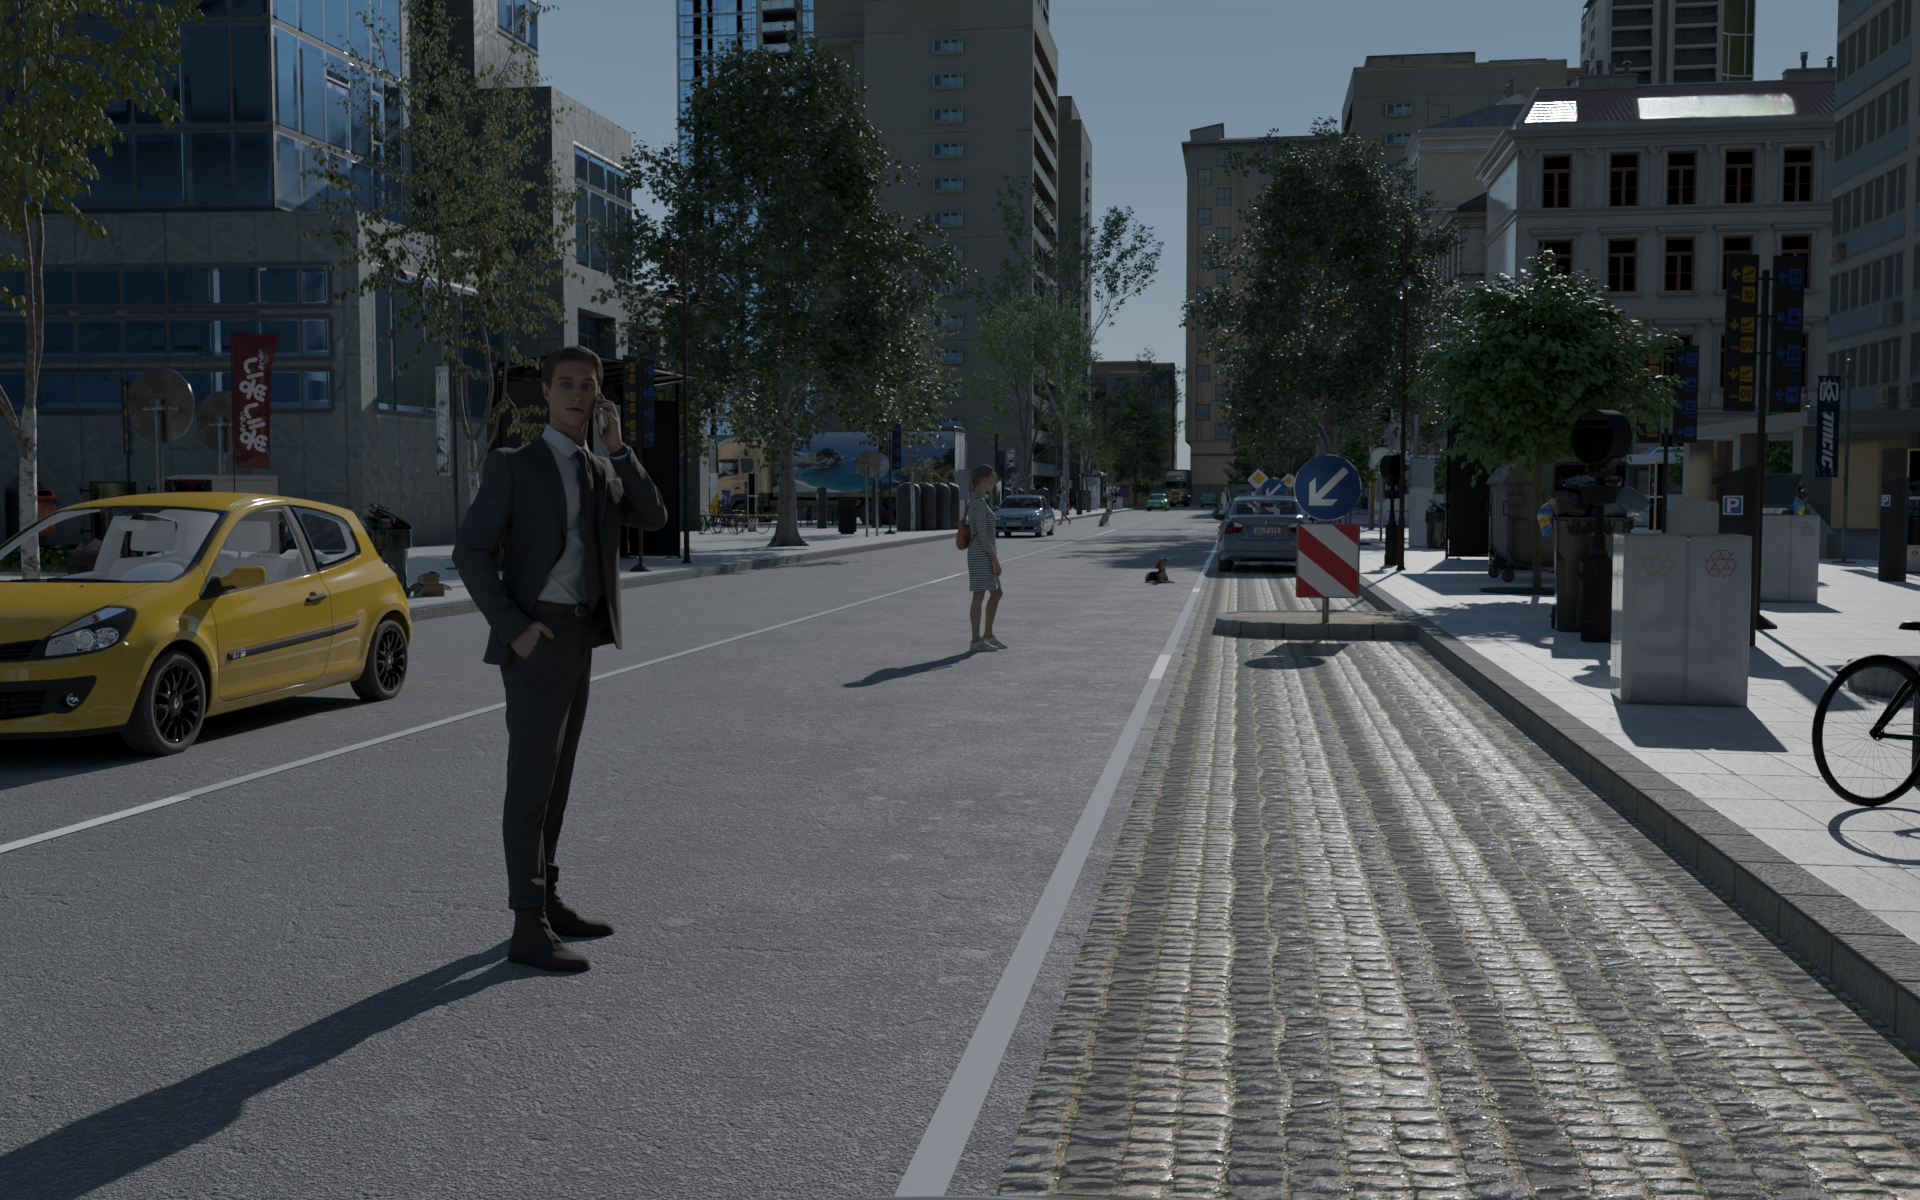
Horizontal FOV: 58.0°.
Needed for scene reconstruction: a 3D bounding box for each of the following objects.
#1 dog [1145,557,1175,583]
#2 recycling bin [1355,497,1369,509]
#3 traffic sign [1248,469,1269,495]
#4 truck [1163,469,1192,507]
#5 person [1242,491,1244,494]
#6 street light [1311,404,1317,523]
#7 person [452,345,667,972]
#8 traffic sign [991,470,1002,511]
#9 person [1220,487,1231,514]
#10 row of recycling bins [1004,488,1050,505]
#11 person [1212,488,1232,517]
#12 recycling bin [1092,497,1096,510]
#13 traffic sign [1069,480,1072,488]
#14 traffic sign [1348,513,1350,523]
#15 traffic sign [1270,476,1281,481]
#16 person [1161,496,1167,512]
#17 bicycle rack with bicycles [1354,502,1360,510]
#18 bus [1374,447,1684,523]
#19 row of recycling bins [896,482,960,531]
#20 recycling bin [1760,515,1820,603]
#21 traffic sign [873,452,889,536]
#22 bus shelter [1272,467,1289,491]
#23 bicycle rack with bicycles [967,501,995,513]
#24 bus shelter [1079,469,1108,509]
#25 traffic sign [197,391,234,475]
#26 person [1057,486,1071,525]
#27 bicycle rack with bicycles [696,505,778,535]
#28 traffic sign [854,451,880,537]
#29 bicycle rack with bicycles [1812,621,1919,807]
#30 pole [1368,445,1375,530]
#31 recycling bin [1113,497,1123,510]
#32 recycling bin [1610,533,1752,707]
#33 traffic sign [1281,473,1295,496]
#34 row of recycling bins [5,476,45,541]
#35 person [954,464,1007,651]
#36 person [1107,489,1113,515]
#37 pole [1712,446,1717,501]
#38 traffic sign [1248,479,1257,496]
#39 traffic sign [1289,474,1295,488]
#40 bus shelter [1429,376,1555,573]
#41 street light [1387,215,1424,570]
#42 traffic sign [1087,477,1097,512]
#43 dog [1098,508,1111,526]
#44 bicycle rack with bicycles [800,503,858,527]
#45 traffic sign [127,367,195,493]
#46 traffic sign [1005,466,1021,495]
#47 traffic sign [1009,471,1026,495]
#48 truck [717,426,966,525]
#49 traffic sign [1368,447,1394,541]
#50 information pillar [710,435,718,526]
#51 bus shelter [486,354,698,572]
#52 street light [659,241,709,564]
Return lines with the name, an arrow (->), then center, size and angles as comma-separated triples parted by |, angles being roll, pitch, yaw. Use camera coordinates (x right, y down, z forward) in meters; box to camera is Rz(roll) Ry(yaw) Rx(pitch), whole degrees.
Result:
dog -> 3.268, -0.487, 28.160 | 0.550, 0.427, 0.748 | 1, 4, 15
recycling bin -> 34.191, -8.223, 146.992 | 0.722, 1.027, 0.722 | -2, 4, -25
traffic sign -> 11.578, -3.889, 67.222 | 0.795, 2.450, 0.064 | 1, 4, 9
truck -> 25.051, -12.833, 198.735 | 2.839, 4.237, 11.283 | 1, 4, 11
person -> 31.296, -11.131, 191.206 | 0.721, 1.735, 1.217 | 2, 4, 25
street light -> 13.493, -5.705, 66.067 | 0.468, 5.910, 1.993 | 1, 4, 9
person -> -1.238, 0.145, 5.490 | 0.474, 1.900, 0.648 | 1, 4, 21
traffic sign -> 1.270, -3.991, 68.901 | 0.795, 2.450, 0.064 | 1, 4, 9
person -> 15.317, -5.604, 100.004 | 0.514, 1.842, 0.818 | -3, 5, -43
row of recycling bins -> 4.317, -6.619, 115.331 | 3.534, 1.692, 1.069 | -1, 4, -20
person -> 16.634, -6.163, 109.474 | 1.509, 1.804, 0.699 | -1, 4, -15
recycling bin -> 10.417, -7.713, 138.654 | 0.722, 1.027, 0.722 | -1, 4, -18
traffic sign -> 7.972, -7.697, 127.974 | 0.606, 2.300, 0.079 | 1, 4, 10
traffic sign -> 10.650, -2.830, 47.450 | 0.795, 2.450, 0.064 | 1, 4, 10
traffic sign -> 21.828, -7.336, 120.056 | 0.768, 2.556, 0.104 | 1, 4, 10
person -> 16.490, -7.780, 139.950 | 0.590, 1.304, 0.306 | -3, 4, -36
bicycle rack with bicycles -> 31.514, -7.739, 139.910 | 2.852, 0.926, 2.925 | -3, 5, -41
bus -> 22.339, -4.548, 69.220 | 13.247, 3.499, 2.948 | 1, 4, 10
row of recycling bins -> -1.064, -3.337, 61.673 | 1.069, 1.692, 3.534 | 2, 4, 31
recycling bin -> 9.806, -0.505, 20.806 | 0.722, 1.027, 0.722 | 0, 4, 1
traffic sign -> -2.516, -3.202, 52.466 | 0.768, 2.556, 0.104 | 1, 4, 13
bus shelter -> 25.310, -8.946, 137.556 | 1.731, 3.624, 6.357 | 1, 4, 9
bicycle rack with bicycles -> 1.413, -4.738, 90.847 | 2.925, 0.926, 2.852 | 1, 4, 23
bus shelter -> 11.118, -9.183, 144.069 | 2.014, 3.302, 5.546 | 1, 4, 9
traffic sign -> -9.115, -1.303, 21.411 | 0.768, 2.556, 0.104 | 1, 4, 16
person -> 4.850, -4.388, 80.344 | 0.778, 1.811, 0.616 | 2, 4, 35
bicycle rack with bicycles -> -7.292, -2.590, 55.736 | 2.852, 0.926, 2.925 | 3, 5, 43
traffic sign -> -2.772, -3.146, 51.539 | 0.768, 2.556, 0.104 | 1, 4, 10
bicycle rack with bicycles -> 4.896, 0.401, 6.829 | 2.925, 0.926, 2.852 | 0, 4, 4
pole -> 14.725, -4.165, 61.934 | 0.158, 3.312, 0.155 | 0, 3, 0
recycling bin -> 12.990, -7.999, 143.339 | 0.722, 1.027, 0.722 | -1, 4, -18
recycling bin -> 4.483, 0.107, 10.809 | 0.722, 1.027, 0.722 | 1, 4, 15
traffic sign -> 18.303, -5.836, 96.604 | 0.795, 2.450, 0.064 | 1, 4, 18
row of recycling bins -> -22.344, -1.926, 38.595 | 3.534, 1.692, 1.069 | -2, 4, -24
person -> 0.204, -0.386, 15.807 | 0.522, 1.701, 0.512 | 0, 4, -7
person -> 10.346, -6.747, 119.366 | 0.362, 1.759, 0.519 | 2, 4, 26
pole -> 32.115, -4.893, 73.839 | 0.158, 3.312, 0.155 | 0, 3, 0
traffic sign -> 12.850, -4.371, 75.105 | 0.795, 2.450, 0.064 | 1, 4, 9
traffic sign -> 19.106, -6.044, 99.999 | 0.795, 2.450, 0.064 | 1, 4, 16
bus shelter -> 9.609, -2.434, 31.084 | 1.731, 3.624, 6.357 | 1, 4, 9
street light -> 7.441, -3.441, 29.050 | 0.468, 5.910, 1.993 | 1, 4, 9
traffic sign -> 9.538, -7.696, 125.932 | 0.768, 2.556, 0.104 | 1, 4, 17
dog -> 6.317, -3.684, 77.068 | 0.800, 0.831, 0.513 | 0, 4, 8
bicycle rack with bicycles -> -5.332, -3.403, 69.015 | 2.852, 0.926, 2.925 | 0, 4, -4
traffic sign -> -8.051, -1.060, 17.435 | 0.768, 2.556, 0.104 | 1, 4, 12
traffic sign -> 2.390, -4.842, 79.276 | 0.768, 2.556, 0.104 | 1, 4, 17
traffic sign -> 2.542, -4.474, 76.784 | 0.795, 2.450, 0.064 | 1, 4, 9
truck -> -5.490, -5.188, 73.744 | 11.283, 4.237, 2.839 | 1, 4, 11
traffic sign -> 11.442, -2.869, 47.011 | 0.768, 2.556, 0.104 | 1, 4, 14
information pillar -> -9.753, -4.726, 68.617 | 0.183, 3.616, 0.504 | -3, 5, -39
bus shelter -> -6.559, -2.467, 31.619 | 1.731, 3.624, 6.357 | 1, 4, 9
street light -> -5.047, -3.611, 31.825 | 0.468, 5.910, 1.993 | 1, 4, 9
